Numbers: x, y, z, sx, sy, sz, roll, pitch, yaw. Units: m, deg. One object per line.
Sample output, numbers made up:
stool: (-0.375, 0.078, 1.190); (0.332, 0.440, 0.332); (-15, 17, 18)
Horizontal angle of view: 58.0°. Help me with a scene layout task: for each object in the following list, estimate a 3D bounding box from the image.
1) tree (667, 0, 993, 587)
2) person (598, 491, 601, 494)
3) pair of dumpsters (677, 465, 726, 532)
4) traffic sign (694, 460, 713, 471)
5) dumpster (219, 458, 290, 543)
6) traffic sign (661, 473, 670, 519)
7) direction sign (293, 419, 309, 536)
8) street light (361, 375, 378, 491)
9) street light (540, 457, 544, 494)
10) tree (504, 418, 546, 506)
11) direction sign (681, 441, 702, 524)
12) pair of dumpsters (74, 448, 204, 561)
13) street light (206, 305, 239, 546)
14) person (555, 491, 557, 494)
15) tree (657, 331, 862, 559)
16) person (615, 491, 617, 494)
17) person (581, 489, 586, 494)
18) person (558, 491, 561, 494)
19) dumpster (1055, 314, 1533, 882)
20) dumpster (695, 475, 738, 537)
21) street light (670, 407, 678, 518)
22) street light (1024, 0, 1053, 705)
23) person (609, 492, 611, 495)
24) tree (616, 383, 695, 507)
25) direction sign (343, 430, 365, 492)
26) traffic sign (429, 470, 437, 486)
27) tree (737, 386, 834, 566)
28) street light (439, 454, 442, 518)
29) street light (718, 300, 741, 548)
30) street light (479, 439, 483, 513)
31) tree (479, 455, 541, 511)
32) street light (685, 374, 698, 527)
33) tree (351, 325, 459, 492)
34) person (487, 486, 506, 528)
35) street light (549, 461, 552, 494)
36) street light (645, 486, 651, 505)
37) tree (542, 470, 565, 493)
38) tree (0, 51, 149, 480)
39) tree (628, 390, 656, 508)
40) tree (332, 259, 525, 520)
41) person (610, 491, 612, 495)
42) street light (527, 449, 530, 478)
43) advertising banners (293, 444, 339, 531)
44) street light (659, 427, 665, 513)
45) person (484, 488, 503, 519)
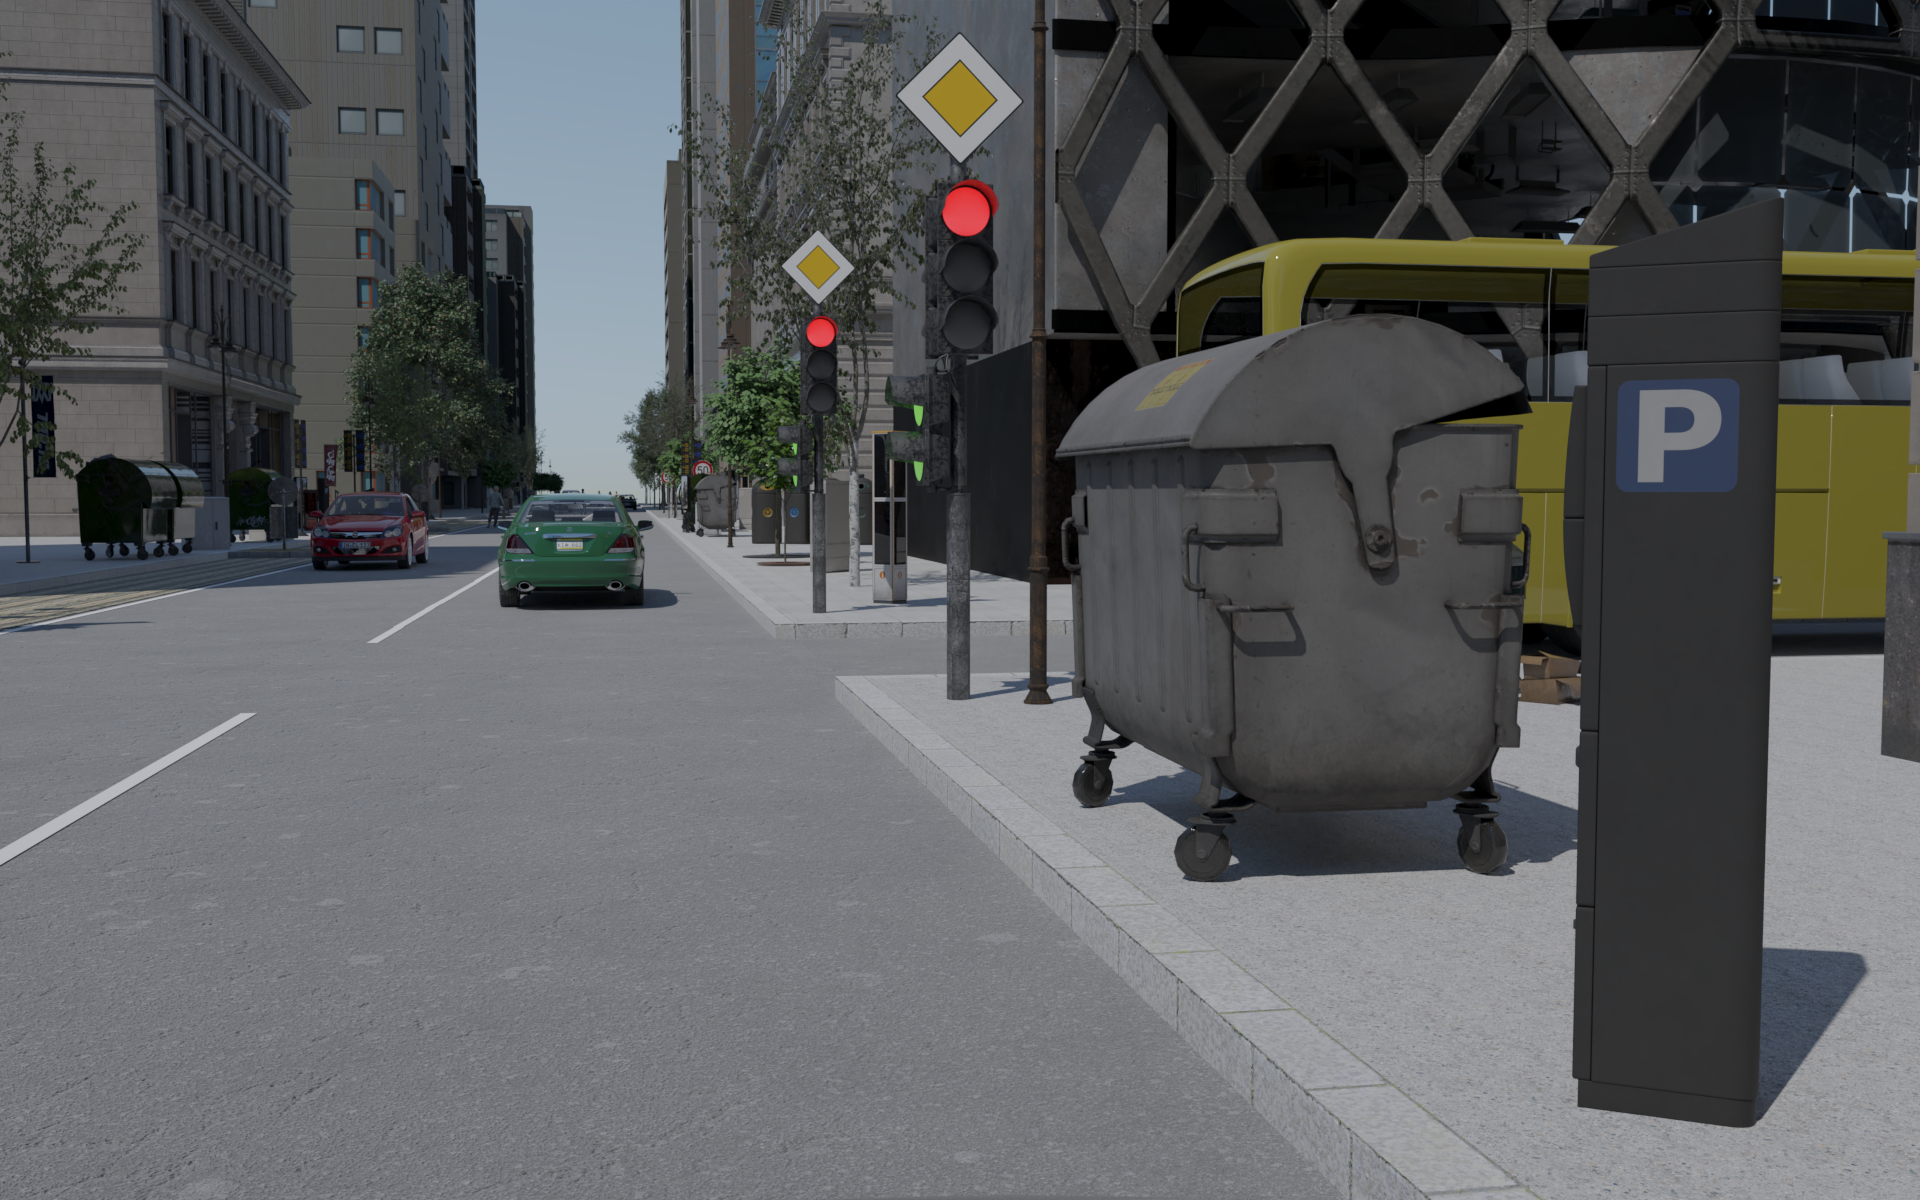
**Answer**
tree: (-1.701, -4.489, 23.759); (4.360, 8.622, 3.978); (0, 3, 0)
person: (-40.755, -11.436, 195.482); (1.348, 1.823, 0.705); (3, 5, 40)
pair of dumpsters: (-8.997, -3.535, 60.293); (1.574, 2.255, 4.437); (-1, 4, -11)
traffic sign: (-9.702, -3.996, 65.440); (0.768, 2.556, 0.104); (0, 4, -2)
dumpster: (-18.850, -2.681, 46.327); (1.502, 2.255, 1.985); (-1, 4, -11)
traffic sign: (-15.258, -5.544, 90.756); (0.768, 2.556, 0.104); (0, 4, -6)
direction sign: (-20.051, -3.712, 52.693); (0.379, 3.537, 0.876); (0, 4, 1)
street light: (-22.925, -5.782, 67.329); (0.468, 5.910, 1.993); (-1, 4, -11)
street light: (-48.194, -13.866, 199.498); (0.468, 5.910, 1.993); (-1, 4, -11)
tree: (-42.077, -13.176, 165.784); (4.360, 8.622, 3.978); (0, 3, 0)
direction sign: (-11.374, -4.980, 73.421); (0.876, 3.537, 0.379); (-2, 4, -24)
pair of dumpsters: (-16.725, -2.007, 35.316); (1.574, 2.255, 4.437); (-1, 4, -11)
street light: (-18.011, -4.260, 42.435); (0.468, 5.910, 1.993); (-1, 4, -11)
person: (-43.040, -10.736, 184.713); (0.721, 1.739, 1.217); (3, 5, 45)
tree: (-3.660, -3.131, 34.912); (4.285, 4.588, 4.351); (0, 3, 0)
person: (-47.029, -13.969, 236.980); (0.705, 1.812, 1.348); (-1, 4, -10)
person: (-25.819, -6.736, 118.648); (1.348, 1.822, 0.705); (0, 3, 0)
person: (-27.703, -6.726, 119.938); (0.415, 1.643, 0.593); (0, 4, -2)
dumpster: (1.177, -0.043, 6.457); (1.264, 1.857, 1.865); (-1, 4, -11)
dumpster: (-7.330, -2.842, 52.220); (1.264, 1.857, 1.865); (-1, 4, -11)
street light: (-15.187, -7.298, 92.108); (0.468, 5.910, 1.993); (-1, 4, -11)
street light: (0.479, -2.303, 10.443); (0.468, 5.910, 1.993); (-1, 4, -11)
person: (-39.854, -11.521, 197.659); (1.217, 1.735, 0.721); (3, 5, 44)
tree: (-30.660, -16.014, 178.844); (9.611, 12.733, 9.660); (0, 3, 0)
direction sign: (-21.396, -4.234, 61.225); (0.876, 3.537, 0.379); (1, 4, 21)
traffic sign: (-27.719, -5.525, 90.438); (0.768, 2.556, 0.104); (0, 4, -2)
tree: (-3.266, -2.235, 31.149); (1.663, 3.219, 1.824); (0, 3, 0)
street light: (-27.582, -7.277, 91.762); (0.468, 5.910, 1.993); (-1, 4, -11)
street light: (-5.510, -4.196, 41.386); (0.468, 5.910, 1.993); (-1, 4, -11)
street light: (-32.293, -8.814, 116.900); (0.468, 5.910, 1.993); (-1, 4, -11)
tree: (-36.011, -9.264, 135.187); (4.285, 4.588, 4.351); (0, 3, 0)
street light: (-10.370, -5.763, 67.020); (0.468, 5.910, 1.993); (-1, 4, -11)
tree: (-24.597, -7.698, 76.217); (4.737, 8.622, 4.395); (0, 3, 0)
person: (-19.578, -3.929, 73.222); (0.782, 1.767, 0.515); (0, 4, 6)
street light: (-53.303, -15.449, 225.375); (0.468, 5.910, 1.993); (-1, 4, -11)
street light: (-40.353, -15.283, 222.657); (0.468, 5.910, 1.993); (-1, 4, -11)
tree: (-52.727, -14.267, 216.985); (4.285, 4.588, 4.351); (0, 3, 0)
tree: (-15.878, -4.763, 28.242); (4.737, 8.622, 4.395); (0, 3, 0)
tree: (-16.625, -9.139, 99.779); (4.360, 8.622, 3.978); (0, 3, 0)
tree: (-26.155, -10.262, 84.791); (9.611, 12.733, 9.660); (0, 3, 0)
person: (-49.161, -14.378, 243.657); (0.705, 1.814, 1.350); (0, 4, 4)
street light: (-43.396, -12.326, 174.325); (0.468, 5.910, 1.993); (-1, 4, -11)
advertising banners: (-22.721, -3.934, 60.503); (2.074, 3.025, 0.090); (-2, 4, -35)
street light: (-20.020, -8.820, 116.992); (0.468, 5.910, 1.993); (-1, 4, -11)
person: (-26.811, -5.585, 99.816); (0.705, 1.824, 1.348); (3, 5, 39)
